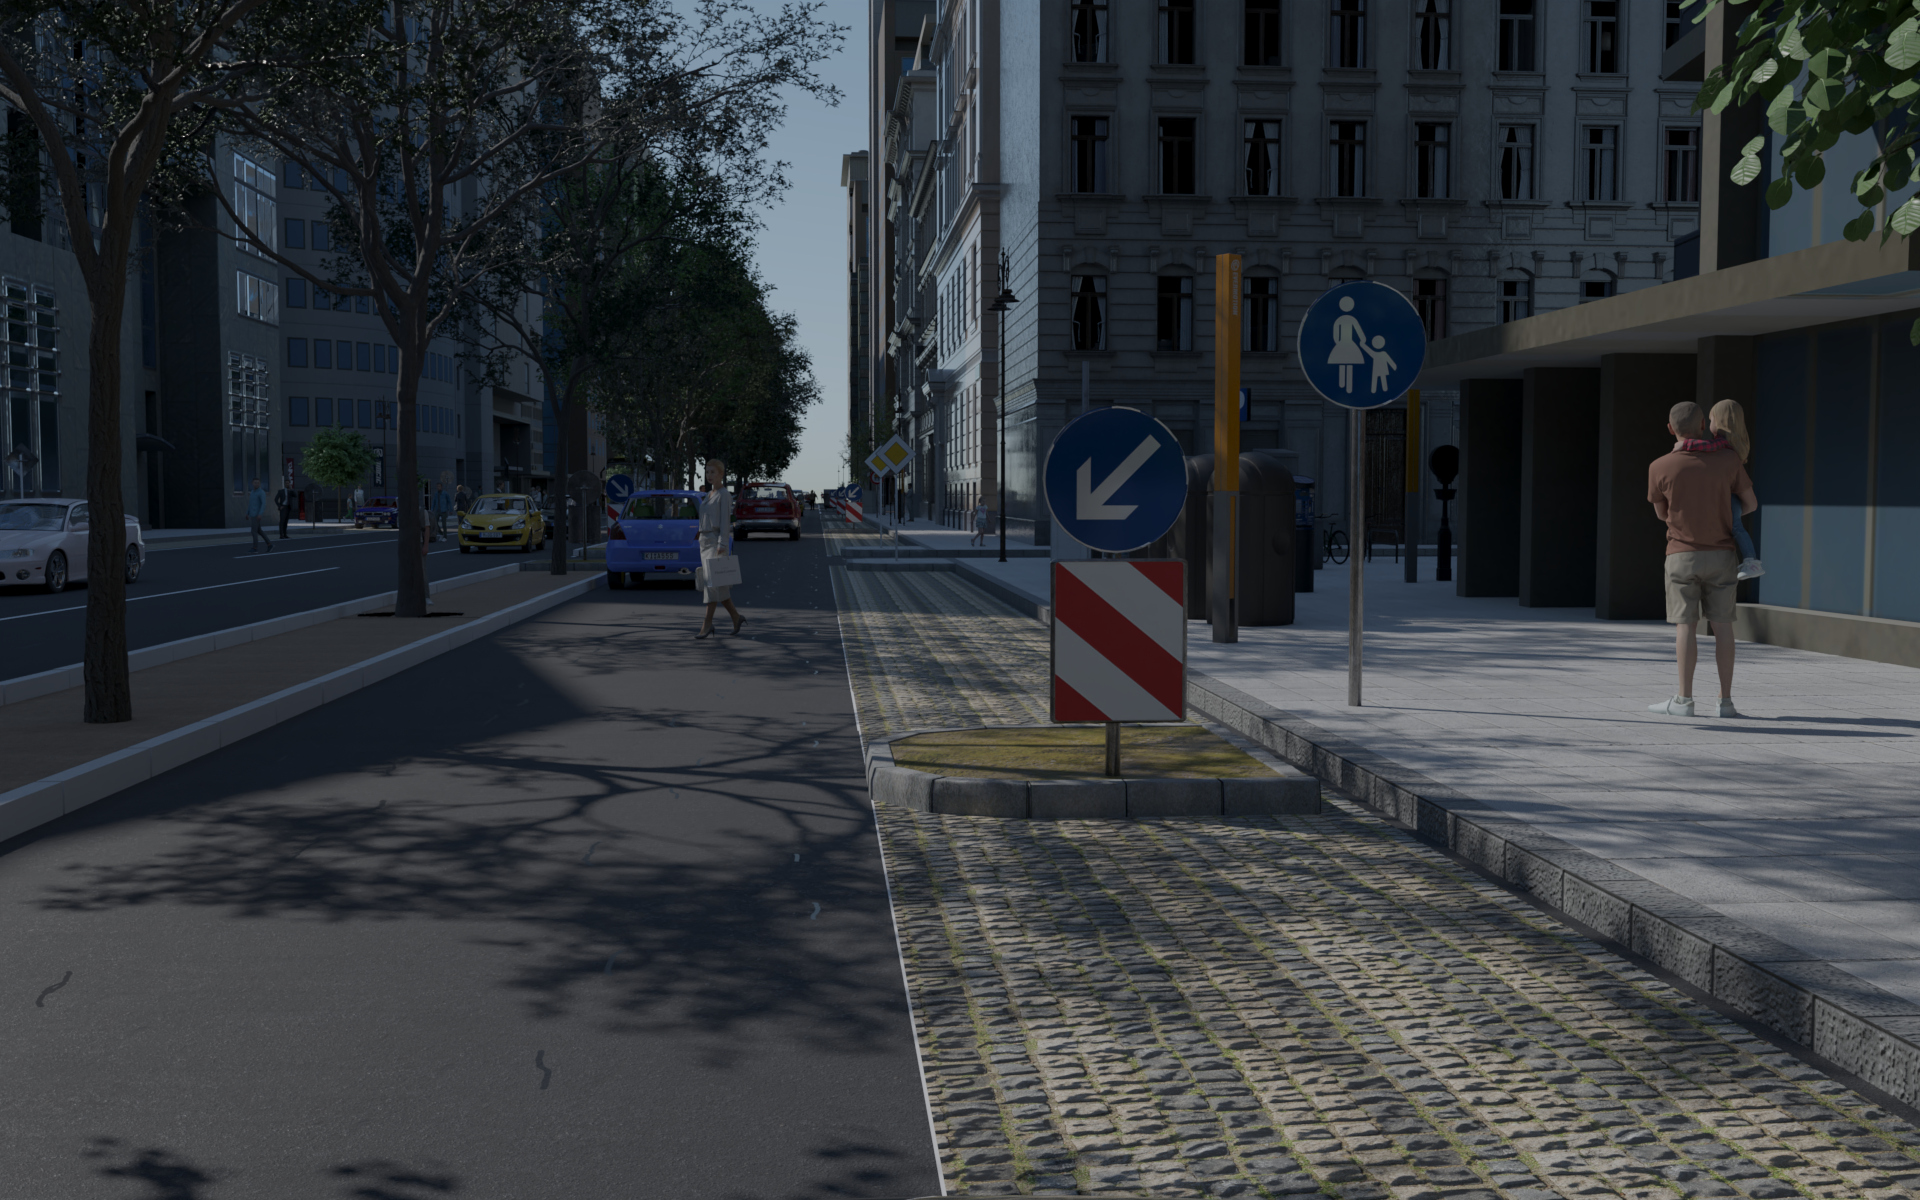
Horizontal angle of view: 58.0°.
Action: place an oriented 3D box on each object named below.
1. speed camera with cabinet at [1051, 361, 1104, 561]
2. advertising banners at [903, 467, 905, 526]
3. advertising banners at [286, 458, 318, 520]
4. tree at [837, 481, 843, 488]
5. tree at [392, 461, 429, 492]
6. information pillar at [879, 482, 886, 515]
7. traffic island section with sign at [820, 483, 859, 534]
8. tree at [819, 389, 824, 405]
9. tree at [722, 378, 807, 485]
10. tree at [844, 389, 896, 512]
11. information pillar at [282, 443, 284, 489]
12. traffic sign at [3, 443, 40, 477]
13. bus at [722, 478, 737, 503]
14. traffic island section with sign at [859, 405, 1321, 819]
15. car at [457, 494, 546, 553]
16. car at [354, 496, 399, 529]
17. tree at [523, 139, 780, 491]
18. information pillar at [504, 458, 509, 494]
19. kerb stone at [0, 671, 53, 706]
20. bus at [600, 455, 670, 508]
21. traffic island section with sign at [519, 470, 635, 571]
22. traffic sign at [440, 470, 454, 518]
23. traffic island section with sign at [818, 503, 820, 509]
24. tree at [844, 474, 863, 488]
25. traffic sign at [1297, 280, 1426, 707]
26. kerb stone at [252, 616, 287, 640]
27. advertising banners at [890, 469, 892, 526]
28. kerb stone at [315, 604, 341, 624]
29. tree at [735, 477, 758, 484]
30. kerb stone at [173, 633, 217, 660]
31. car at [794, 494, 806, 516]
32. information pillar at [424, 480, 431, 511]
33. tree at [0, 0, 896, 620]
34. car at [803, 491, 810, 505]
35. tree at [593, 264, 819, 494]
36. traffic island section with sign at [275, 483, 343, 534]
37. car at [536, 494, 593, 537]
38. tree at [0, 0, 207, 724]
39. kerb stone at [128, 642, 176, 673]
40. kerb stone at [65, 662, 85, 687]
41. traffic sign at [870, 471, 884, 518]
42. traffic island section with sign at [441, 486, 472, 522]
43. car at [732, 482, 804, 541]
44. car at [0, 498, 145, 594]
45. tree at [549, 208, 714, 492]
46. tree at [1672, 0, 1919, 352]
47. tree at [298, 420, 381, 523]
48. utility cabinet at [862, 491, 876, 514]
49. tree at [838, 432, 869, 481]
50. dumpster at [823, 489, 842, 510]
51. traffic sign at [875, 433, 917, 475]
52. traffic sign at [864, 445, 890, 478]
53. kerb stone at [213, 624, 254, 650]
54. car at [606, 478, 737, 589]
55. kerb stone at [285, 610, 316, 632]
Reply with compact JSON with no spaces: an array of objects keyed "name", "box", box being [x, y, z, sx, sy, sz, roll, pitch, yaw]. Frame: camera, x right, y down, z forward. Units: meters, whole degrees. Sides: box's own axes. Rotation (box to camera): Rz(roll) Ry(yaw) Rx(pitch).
[{"name":"speed camera with cabinet","box":[1.844,-1.886,25.180,0.660,3.252,2.038,1,4,17]},{"name":"advertising banners","box":[-2.248,-4.489,69.577,0.090,3.025,2.074,0,4,-2]},{"name":"advertising banners","box":[-32.020,-5.387,84.271,0.090,3.025,2.074,1,4,22]},{"name":"tree","box":[-16.175,-14.959,239.180,1.663,3.219,1.824,0,3,0]},{"name":"tree","box":[-27.241,-5.601,86.173,1.663,3.219,1.824,0,3,0]},{"name":"information pillar","box":[-4.731,-6.193,105.741,0.304,2.012,0.304,1,4,20]},{"name":"traffic island section with sign","box":[-4.006,-3.346,63.331,1.989,1.847,2.006,0,4,-5]},{"name":"tree","box":[-12.636,-10.989,99.131,9.611,12.733,9.660,0,3,0]},{"name":"tree","box":[-13.816,-11.718,112.166,7.486,12.596,7.792,0,3,0]},{"name":"tree","box":[-5.846,-10.509,122.185,4.737,8.622,4.395,0,3,0]},{"name":"information pillar","box":[-31.052,-5.357,78.937,0.504,3.616,0.183,-2,4,-32]},{"name":"traffic sign","box":[-21.386,-2.281,39.486,0.795,2.593,0.064,0,4,-5]},{"name":"bus","box":[-30.194,-14.447,231.070,2.948,3.499,13.247,0,4,-5]},{"name":"traffic island section with sign","box":[0.536,0.004,8.557,1.989,1.847,2.006,0,4,-5]},{"name":"car","box":[-11.413,-2.019,43.236,2.015,1.641,3.980,0,4,-6]},{"name":"car","box":[-23.891,-3.629,71.911,1.945,1.354,3.894,0,4,-4]},{"name":"tree","box":[-8.763,-7.444,49.919,9.928,11.665,9.643,0,3,0]},{"name":"information pillar","box":[-29.173,-7.348,111.489,0.183,3.616,0.504,-3,4,-38]},{"name":"kerb stone","box":[-6.541,0.617,12.179,0.120,0.150,1.000,0,4,-5]},{"name":"bus","box":[-19.980,-7.099,107.622,2.896,3.916,12.252,0,4,-3]},{"name":"traffic island section with sign","box":[-7.228,-1.517,32.945,2.006,1.907,1.989,0,4,-5]},{"name":"traffic sign","box":[-27.540,-5.680,92.978,0.768,2.556,0.104,0,4,-2]},{"name":"traffic island section with sign","box":[-6.288,-5.027,90.821,1.989,1.847,2.006,0,4,-5]},{"name":"tree","box":[-11.043,-11.569,183.746,1.663,3.219,1.824,0,3,0]},{"name":"traffic sign","box":[2.393,-0.631,10.416,0.768,2.556,0.104,0,4,0]},{"name":"kerb stone","box":[-6.958,0.300,17.292,0.120,0.150,1.000,0,4,-5]},{"name":"advertising banners","box":[-2.820,-4.536,70.350,0.090,3.025,2.074,0,4,-2]},{"name":"kerb stone","box":[-7.133,0.180,19.331,0.120,0.150,1.000,0,4,-5]},{"name":"tree","box":[-13.579,-9.386,106.273,4.360,8.622,3.978,0,3,0]},{"name":"kerb stone","box":[-6.801,0.425,15.242,0.120,0.150,1.000,0,4,-5]},{"name":"car","box":[-11.018,-6.250,112.415,2.015,1.641,3.980,0,4,-6]},{"name":"information pillar","box":[-27.133,-5.122,88.239,0.304,2.012,0.304,0,4,-2]},{"name":"tree","box":[-6.449,-6.551,19.939,12.009,13.543,11.850,0,3,0]},{"name":"car","box":[-20.672,-13.465,228.828,2.281,1.827,5.304,0,4,-4]},{"name":"tree","box":[-11.283,-9.659,77.388,9.611,12.733,9.660,0,3,0]},{"name":"traffic island section with sign","box":[-23.286,-3.272,62.120,1.989,1.847,2.006,0,4,-5]},{"name":"car","box":[-12.799,-2.854,56.447,2.009,1.686,4.222,0,4,-6]},{"name":"tree","box":[-5.343,-4.485,10.200,8.767,10.594,7.601,0,4,-5]},{"name":"kerb stone","box":[-6.711,0.488,14.224,0.120,0.150,1.000,0,4,-5]},{"name":"kerb stone","box":[-6.630,0.552,13.197,0.120,0.150,1.000,0,4,-5]},{"name":"traffic sign","box":[-4.437,-5.665,92.735,0.768,2.556,0.104,0,4,1]},{"name":"traffic island section with sign","box":[-25.531,-4.931,89.241,1.989,1.847,2.006,0,4,-5]},{"name":"car","box":[-6.087,-2.825,54.861,2.281,1.827,5.304,0,4,-4]},{"name":"car","box":[-14.049,-0.855,26.339,2.083,1.381,4.827,0,4,-5]},{"name":"tree","box":[-7.998,-5.505,42.819,4.360,8.622,3.978,0,3,0]},{"name":"tree","box":[3.541,-1.237,3.943,4.285,4.588,4.351,0,3,0]},{"name":"tree","box":[-27.237,-5.645,76.009,4.285,4.588,4.351,0,3,0]},{"name":"utility cabinet","box":[-5.908,-6.364,112.738,0.318,1.500,1.173,-3,4,-38]},{"name":"tree","box":[-12.018,-15.281,200.211,4.360,8.622,3.978,0,3,0]},{"name":"dumpster","box":[-10.740,-8.524,147.578,1.865,1.857,1.264,0,4,-6]},{"name":"traffic sign","box":[-1.197,-1.892,33.121,0.795,2.593,0.064,0,4,-5]},{"name":"traffic sign","box":[-1.857,-2.379,41.079,0.795,2.593,0.064,0,4,-5]},{"name":"kerb stone","box":[-6.879,0.363,16.262,0.120,0.150,1.000,0,4,-5]},{"name":"car","box":[-4.539,-1.092,27.439,1.945,1.707,3.694,0,4,-3]},{"name":"kerb stone","box":[-7.047,0.237,18.313,0.120,0.150,1.000,0,4,-5]}]
